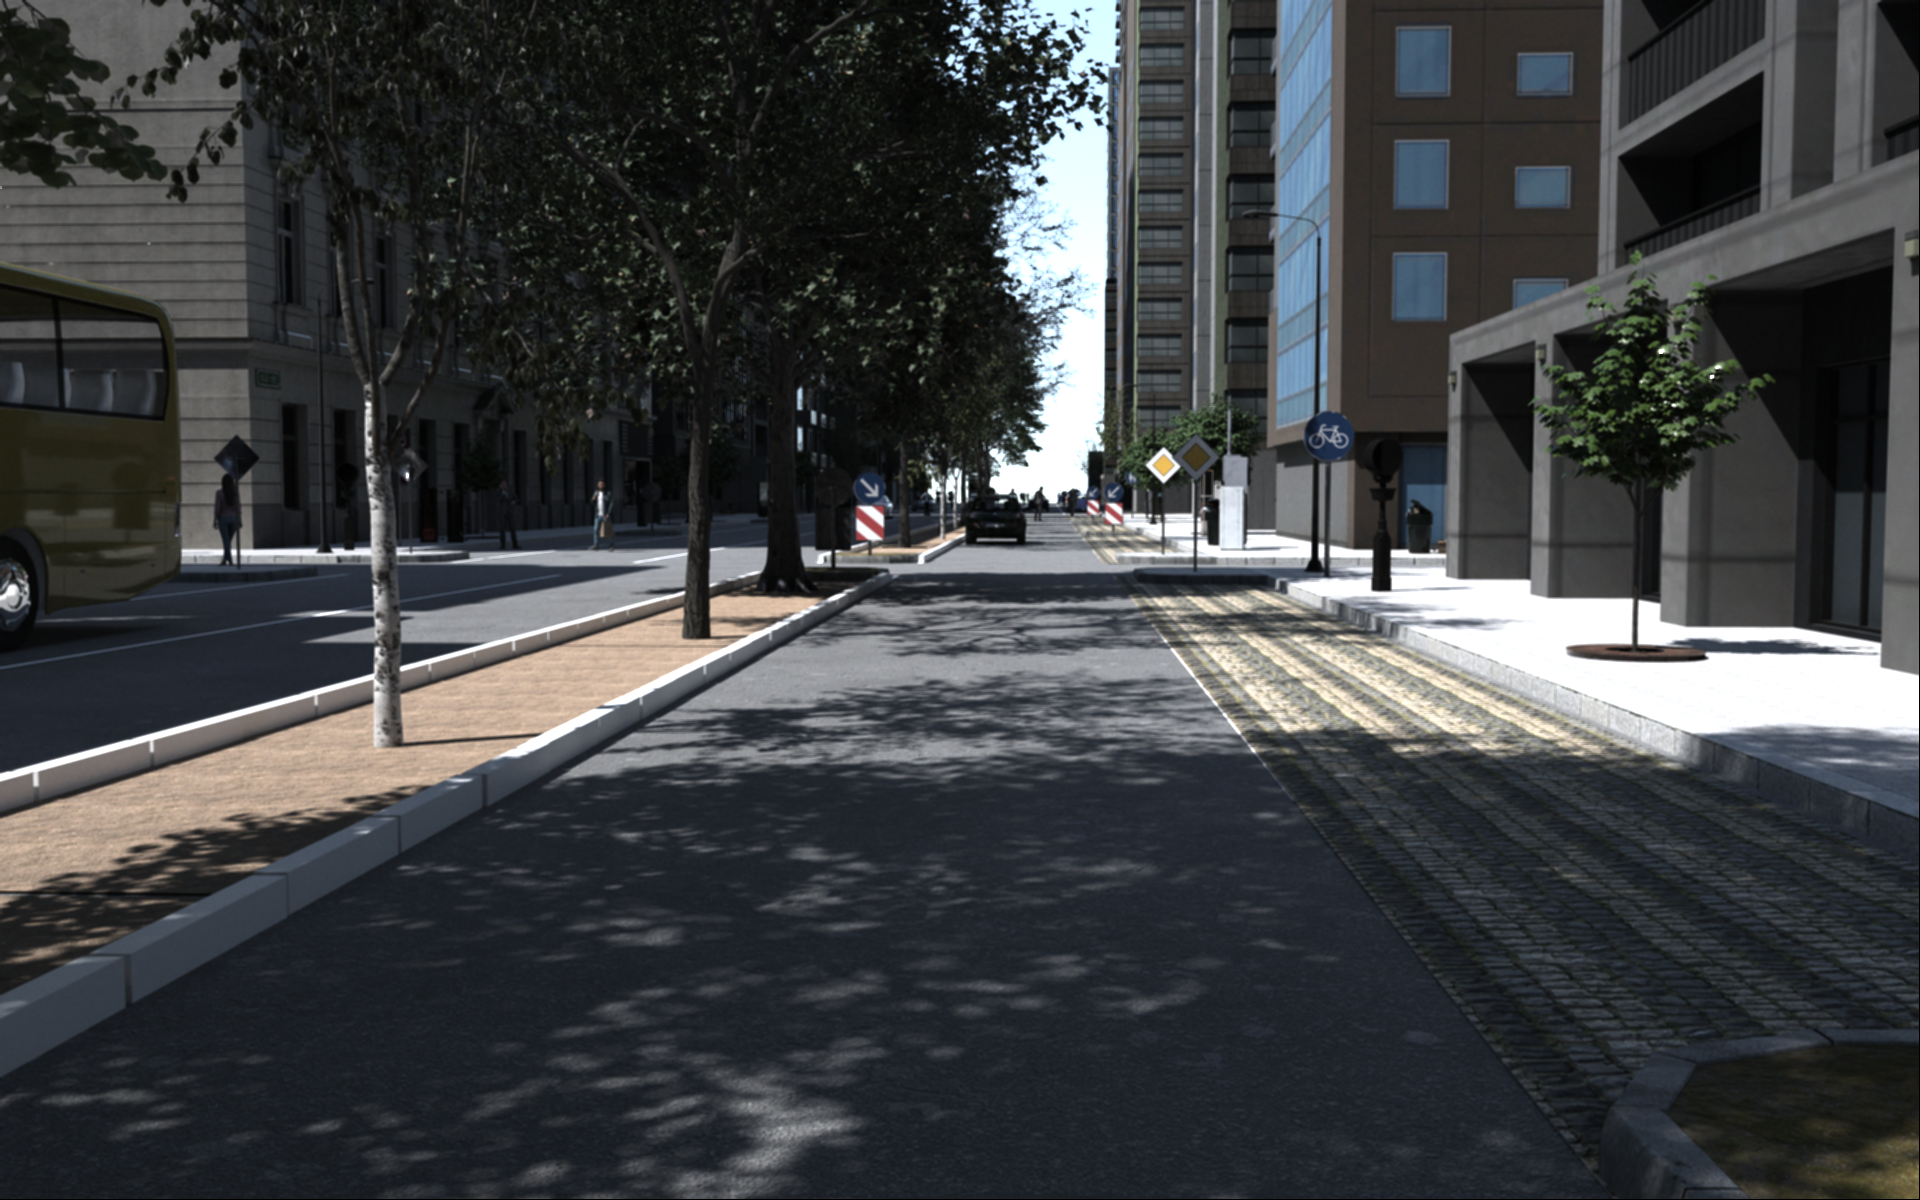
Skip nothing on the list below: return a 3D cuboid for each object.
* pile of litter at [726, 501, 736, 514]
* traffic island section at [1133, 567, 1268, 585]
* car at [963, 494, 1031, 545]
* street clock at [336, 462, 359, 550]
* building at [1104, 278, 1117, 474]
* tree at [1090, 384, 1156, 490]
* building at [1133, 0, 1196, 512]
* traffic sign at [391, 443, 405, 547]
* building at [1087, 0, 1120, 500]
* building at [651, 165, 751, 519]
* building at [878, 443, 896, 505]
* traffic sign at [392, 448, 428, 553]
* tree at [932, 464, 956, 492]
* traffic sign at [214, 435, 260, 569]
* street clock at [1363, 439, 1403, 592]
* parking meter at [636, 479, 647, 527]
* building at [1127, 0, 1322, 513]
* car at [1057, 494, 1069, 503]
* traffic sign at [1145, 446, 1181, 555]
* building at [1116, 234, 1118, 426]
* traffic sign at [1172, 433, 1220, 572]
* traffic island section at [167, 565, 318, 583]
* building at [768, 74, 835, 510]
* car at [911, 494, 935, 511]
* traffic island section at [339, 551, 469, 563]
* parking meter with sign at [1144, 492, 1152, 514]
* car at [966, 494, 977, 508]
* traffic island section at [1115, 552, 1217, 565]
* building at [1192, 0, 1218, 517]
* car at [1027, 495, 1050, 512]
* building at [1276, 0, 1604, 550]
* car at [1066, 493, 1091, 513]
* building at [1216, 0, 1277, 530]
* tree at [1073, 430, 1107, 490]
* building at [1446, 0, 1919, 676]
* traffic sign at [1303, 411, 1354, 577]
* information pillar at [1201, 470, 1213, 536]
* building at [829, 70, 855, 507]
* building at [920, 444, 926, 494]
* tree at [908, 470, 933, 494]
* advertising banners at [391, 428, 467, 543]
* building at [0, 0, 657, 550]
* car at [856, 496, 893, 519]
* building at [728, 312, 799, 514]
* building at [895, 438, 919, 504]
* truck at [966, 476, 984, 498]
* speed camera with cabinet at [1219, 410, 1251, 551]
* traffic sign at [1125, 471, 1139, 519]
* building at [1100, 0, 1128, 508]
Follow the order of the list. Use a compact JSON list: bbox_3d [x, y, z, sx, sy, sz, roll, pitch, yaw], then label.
[{"bbox_3d":[-14.881,-5.881,110.112,1.176,0.858,1.719,-2,4,-34],"label":"pile of litter"},{"bbox_3d":[3.915,-0.392,28.684,2.009,0.180,2.903,0,4,3],"label":"traffic island section"},{"bbox_3d":[1.060,-2.488,50.469,2.009,1.686,4.222,0,4,2],"label":"car"},{"bbox_3d":[-13.985,-2.143,39.603,0.471,2.002,0.358,0,4,-8],"label":"street clock"},{"bbox_3d":[26.222,-28.129,231.616,14.160,30.474,14.107,0,4,3],"label":"building"},{"bbox_3d":[10.597,-10.076,115.099,4.737,8.622,4.395,0,3,0],"label":"tree"},{"bbox_3d":[19.910,-27.205,128.403,14.154,41.232,14.086,0,4,3],"label":"building"},{"bbox_3d":[-13.622,-2.572,42.060,0.884,2.594,0.081,1,4,11],"label":"traffic sign"},{"bbox_3d":[30.307,-57.495,252.714,22.319,86.520,31.000,0,4,3],"label":"building"},{"bbox_3d":[-20.477,-18.452,95.196,14.314,27.812,24.014,0,4,3],"label":"building"},{"bbox_3d":[-15.200,-26.524,205.364,14.160,30.474,14.107,0,4,3],"label":"building"},{"bbox_3d":[-11.878,-2.066,37.418,0.795,2.450,0.064,0,4,3],"label":"traffic sign"},{"bbox_3d":[-2.568,-18.986,260.783,4.360,8.622,3.978,0,3,0],"label":"tree"},{"bbox_3d":[-12.281,-1.578,29.443,0.795,2.450,0.064,0,4,3],"label":"traffic sign"},{"bbox_3d":[5.568,-1.117,22.828,0.471,2.002,0.358,-1,4,-18],"label":"street clock"},{"bbox_3d":[-12.544,-3.821,68.192,0.399,1.863,0.255,-1,4,-17],"label":"parking meter"},{"bbox_3d":[20.855,-30.111,142.418,14.600,45.320,14.200,0,4,3],"label":"building"},{"bbox_3d":[15.078,-14.901,253.218,1.945,1.707,3.694,0,4,2],"label":"car"},{"bbox_3d":[4.294,-2.015,36.582,0.795,2.450,0.064,0,4,3],"label":"traffic sign"},{"bbox_3d":[23.310,-32.252,177.432,14.600,45.320,14.200,0,4,3],"label":"building"},{"bbox_3d":[3.891,-1.527,28.608,0.795,2.450,0.064,0,4,3],"label":"traffic sign"},{"bbox_3d":[-12.305,-0.442,29.506,2.009,0.180,2.903,0,4,3],"label":"traffic island section"},{"bbox_3d":[-22.905,-32.418,149.638,23.786,49.044,30.456,0,4,3],"label":"building"},{"bbox_3d":[-3.057,-8.123,144.811,2.014,1.417,4.499,0,4,3],"label":"car"},{"bbox_3d":[-11.902,-0.930,37.481,2.009,0.180,2.903,0,4,3],"label":"traffic island section"},{"bbox_3d":[12.360,-6.969,110.197,0.543,3.016,1.738,-2,4,-31],"label":"parking meter with sign"},{"bbox_3d":[1.619,-10.085,175.111,2.015,1.641,3.980,0,4,3],"label":"car"},{"bbox_3d":[4.318,-0.879,36.659,2.009,0.180,2.903,0,4,3],"label":"traffic island section"},{"bbox_3d":[23.647,-33.869,95.754,21.231,58.520,28.212,0,4,3],"label":"building"},{"bbox_3d":[6.527,-8.013,143.585,1.945,1.354,3.894,0,4,3],"label":"car"},{"bbox_3d":[16.089,-24.134,44.709,14.200,45.320,14.600,0,4,3],"label":"building"},{"bbox_3d":[9.121,-7.547,132.979,1.945,1.707,3.694,0,4,3],"label":"car"},{"bbox_3d":[16.867,-18.092,67.509,14.160,30.474,14.107,0,4,3],"label":"building"},{"bbox_3d":[15.204,-15.201,198.894,4.360,8.622,3.978,0,3,0],"label":"tree"},{"bbox_3d":[17.184,-35.204,13.843,20.563,71.187,20.611,0,4,3],"label":"building"},{"bbox_3d":[5.684,-1.630,26.758,0.768,2.556,0.104,1,4,10],"label":"traffic sign"},{"bbox_3d":[7.557,-2.967,52.998,0.304,2.012,0.304,0,4,-8],"label":"information pillar"},{"bbox_3d":[-19.993,-33.750,175.518,21.300,48.544,21.600,0,4,3],"label":"building"},{"bbox_3d":[-16.347,-38.401,251.560,21.300,48.544,21.600,0,4,3],"label":"building"},{"bbox_3d":[-4.987,-14.090,214.087,4.285,4.588,4.351,0,3,0],"label":"tree"},{"bbox_3d":[-14.044,-3.035,45.808,2.074,3.025,0.090,1,4,10],"label":"advertising banners"},{"bbox_3d":[-23.127,-17.398,60.879,17.030,29.872,44.131,0,4,3],"label":"building"},{"bbox_3d":[-4.917,-5.355,99.918,2.083,1.381,4.827,0,4,3],"label":"car"},{"bbox_3d":[-22.373,-41.846,122.441,20.563,71.187,20.611,0,4,3],"label":"building"},{"bbox_3d":[-16.844,-41.859,226.390,21.231,58.520,28.212,0,4,3],"label":"building"},{"bbox_3d":[2.477,-16.464,258.099,2.839,4.237,11.283,0,4,1],"label":"truck"},{"bbox_3d":[6.390,-2.805,40.195,0.660,3.252,2.038,1,4,13],"label":"speed camera with cabinet"},{"bbox_3d":[9.006,-5.522,90.385,0.768,2.556,0.104,1,4,12],"label":"traffic sign"},{"bbox_3d":[27.913,-47.353,212.470,20.563,71.187,20.611,0,4,3],"label":"building"}]
